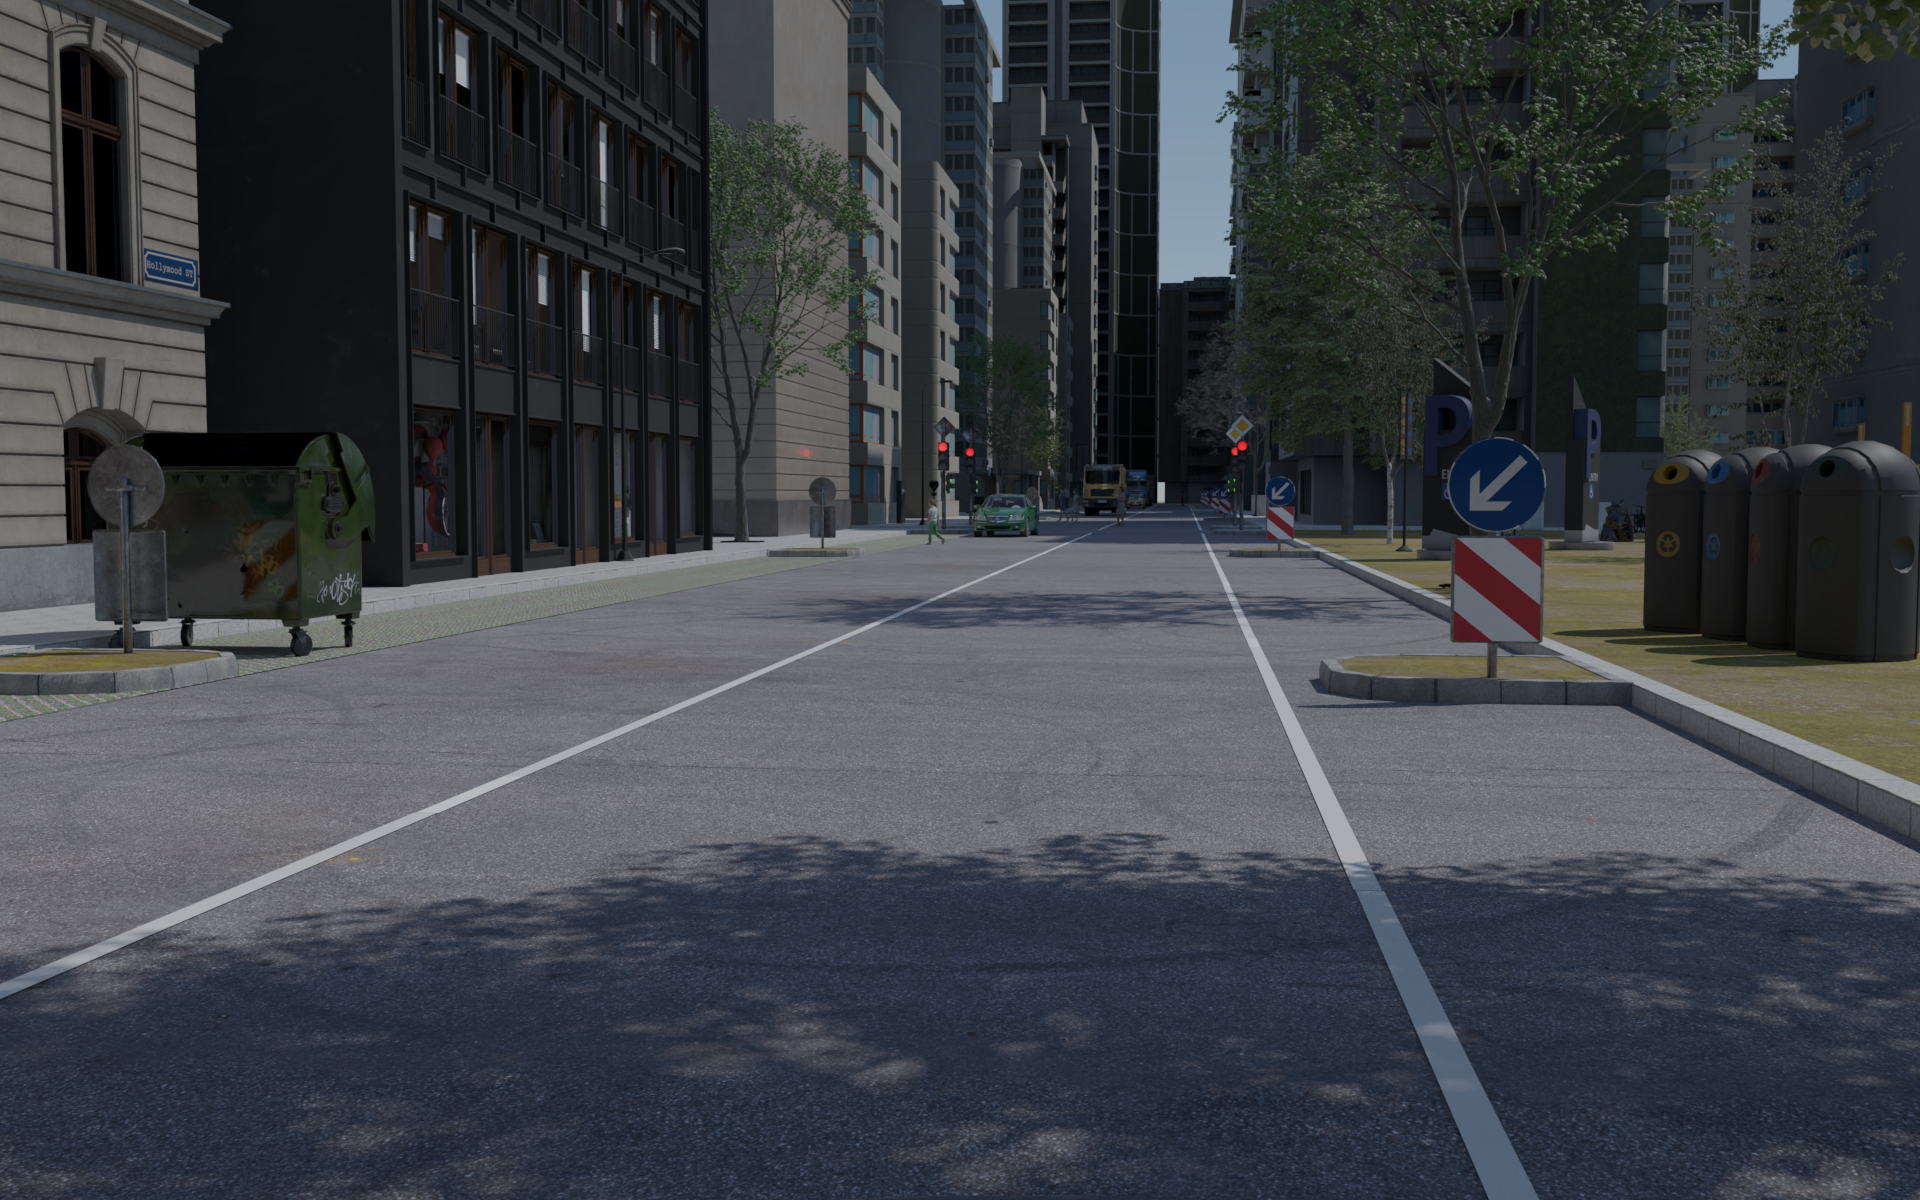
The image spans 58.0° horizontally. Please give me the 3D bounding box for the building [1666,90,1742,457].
[{"bbox_3d":[92.493,-35.237,199.825,21.600,48.544,21.300,0,4,7],"label":"building"}]

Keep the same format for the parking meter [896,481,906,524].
[{"bbox_3d":[-2.565,-4.257,75.319,0.255,1.863,0.399,2,4,35],"label":"parking meter"}]

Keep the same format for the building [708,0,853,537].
[{"bbox_3d":[-16.707,-15.962,58.245,25.104,27.353,12.463,0,4,7],"label":"building"}]

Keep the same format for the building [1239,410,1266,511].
[{"bbox_3d":[32.312,-49.668,124.740,22.319,86.520,31.000,0,4,7],"label":"building"}]

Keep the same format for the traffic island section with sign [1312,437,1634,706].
[{"bbox_3d":[3.707,-0.254,12.777,1.989,1.847,2.006,0,4,7],"label":"traffic island section with sign"}]

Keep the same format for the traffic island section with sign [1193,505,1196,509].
[{"bbox_3d":[24.096,-9.886,170.262,1.989,1.847,2.006,0,4,7],"label":"traffic island section with sign"}]

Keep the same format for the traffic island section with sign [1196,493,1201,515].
[{"bbox_3d":[17.735,-6.882,121.148,1.989,1.847,2.006,0,4,7],"label":"traffic island section with sign"}]

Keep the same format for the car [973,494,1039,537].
[{"bbox_3d":[1.611,-2.897,59.164,2.131,1.459,4.920,1,4,9],"label":"car"}]

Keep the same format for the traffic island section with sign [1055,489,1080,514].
[{"bbox_3d":[7.494,-6.981,122.767,1.989,1.847,2.006,0,4,7],"label":"traffic island section with sign"}]

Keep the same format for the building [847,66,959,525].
[{"bbox_3d":[-15.628,-14.760,86.368,27.650,21.520,28.899,0,4,7],"label":"building"}]

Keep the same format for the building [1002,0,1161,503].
[{"bbox_3d":[16.808,-48.839,236.765,20.611,71.187,20.563,0,4,7],"label":"building"}]

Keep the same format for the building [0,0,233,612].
[{"bbox_3d":[-17.137,-11.437,6.079,14.460,24.649,34.723,0,4,7],"label":"building"}]

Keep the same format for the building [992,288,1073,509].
[{"bbox_3d":[-4.237,-19.367,161.689,27.650,21.520,28.899,0,4,7],"label":"building"}]

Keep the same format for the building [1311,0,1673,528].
[{"bbox_3d":[20.943,-18.436,73.133,14.107,30.474,14.160,0,4,7],"label":"building"}]

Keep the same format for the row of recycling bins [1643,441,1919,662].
[{"bbox_3d":[6.999,-0.476,14.903,1.069,1.692,3.534,0,4,-3],"label":"row of recycling bins"}]

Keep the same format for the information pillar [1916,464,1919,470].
[{"bbox_3d":[23.393,-2.330,42.585,0.304,2.012,0.304,3,4,36],"label":"information pillar"}]

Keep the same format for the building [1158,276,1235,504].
[{"bbox_3d":[33.697,-28.230,233.259,14.107,30.474,14.160,0,4,7],"label":"building"}]

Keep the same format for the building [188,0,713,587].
[{"bbox_3d":[-12.742,-12.357,31.712,12.332,23.373,15.834,0,4,7],"label":"building"}]

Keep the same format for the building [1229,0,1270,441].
[{"bbox_3d":[41.387,-35.662,172.314,28.713,52.752,27.495,0,4,7],"label":"building"}]

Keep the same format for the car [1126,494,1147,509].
[{"bbox_3d":[16.772,-9.455,164.816,2.015,1.641,3.980,0,4,8],"label":"car"}]

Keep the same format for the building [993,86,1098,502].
[{"bbox_3d":[5.709,-35.931,211.168,21.600,48.544,21.300,0,4,7],"label":"building"}]

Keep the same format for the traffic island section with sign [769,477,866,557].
[{"bbox_3d":[-3.224,-1.919,40.002,1.989,1.847,2.006,0,4,7],"label":"traffic island section with sign"}]

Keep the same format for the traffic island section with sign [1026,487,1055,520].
[{"bbox_3d":[4.033,-5.346,96.034,1.989,1.847,2.006,0,4,7],"label":"traffic island section with sign"}]

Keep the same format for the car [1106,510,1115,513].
[{"bbox_3d":[10.990,-7.391,132.643,2.131,1.459,4.920,0,4,7],"label":"car"}]

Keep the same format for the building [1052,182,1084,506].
[{"bbox_3d":[-2.802,-30.316,187.549,32.217,40.220,23.993,0,4,7],"label":"building"}]

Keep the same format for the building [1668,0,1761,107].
[{"bbox_3d":[93.157,-48.289,227.771,20.611,71.187,20.563,0,4,7],"label":"building"}]

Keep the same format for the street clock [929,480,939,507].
[{"bbox_3d":[-1.314,-5.058,87.276,0.471,2.002,0.358,-1,4,-23],"label":"street clock"}]

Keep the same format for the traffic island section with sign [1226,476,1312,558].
[{"bbox_3d":[7.215,-1.910,39.860,1.989,1.847,2.006,0,4,7],"label":"traffic island section with sign"}]

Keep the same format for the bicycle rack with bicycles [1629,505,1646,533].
[{"bbox_3d":[23.099,-2.671,57.061,2.925,0.926,2.852,-2,4,-35],"label":"bicycle rack with bicycles"}]

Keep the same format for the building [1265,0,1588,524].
[{"bbox_3d":[22.782,-19.375,88.489,14.160,30.474,14.107,0,4,7],"label":"building"}]

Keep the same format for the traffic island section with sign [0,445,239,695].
[{"bbox_3d":[-6.704,-0.281,13.215,1.989,1.847,2.006,0,4,7],"label":"traffic island section with sign"}]

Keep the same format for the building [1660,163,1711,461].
[{"bbox_3d":[68.558,-30.954,197.980,23.993,40.220,32.217,0,4,7],"label":"building"}]

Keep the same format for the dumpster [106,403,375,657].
[{"bbox_3d":[-6.528,-0.656,15.672,1.985,2.255,1.502,0,4,8],"label":"dumpster"}]

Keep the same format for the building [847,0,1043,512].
[{"bbox_3d":[-10.458,-26.690,128.257,32.217,40.220,23.993,0,4,7],"label":"building"}]

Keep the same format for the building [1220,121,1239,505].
[{"bbox_3d":[42.710,-35.603,201.716,23.786,49.044,30.456,0,4,7],"label":"building"}]

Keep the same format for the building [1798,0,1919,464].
[{"bbox_3d":[46.712,-27.313,70.266,21.600,48.544,21.300,0,4,7],"label":"building"}]

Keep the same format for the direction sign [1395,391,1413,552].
[{"bbox_3d":[9.927,-2.851,38.609,0.379,3.537,0.876,2,4,31],"label":"direction sign"}]

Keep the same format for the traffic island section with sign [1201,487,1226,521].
[{"bbox_3d":[14.268,-5.237,94.247,1.989,1.847,2.006,0,4,7],"label":"traffic island section with sign"}]

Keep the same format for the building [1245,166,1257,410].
[{"bbox_3d":[32.329,-23.335,153.227,14.160,30.474,14.107,0,4,7],"label":"building"}]

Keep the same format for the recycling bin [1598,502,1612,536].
[{"bbox_3d":[19.756,-2.527,53.871,0.722,1.027,0.722,-2,4,-24],"label":"recycling bin"}]

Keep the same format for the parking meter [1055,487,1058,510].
[{"bbox_3d":[7.763,-8.167,139.243,0.255,1.863,0.399,0,4,1],"label":"parking meter"}]
